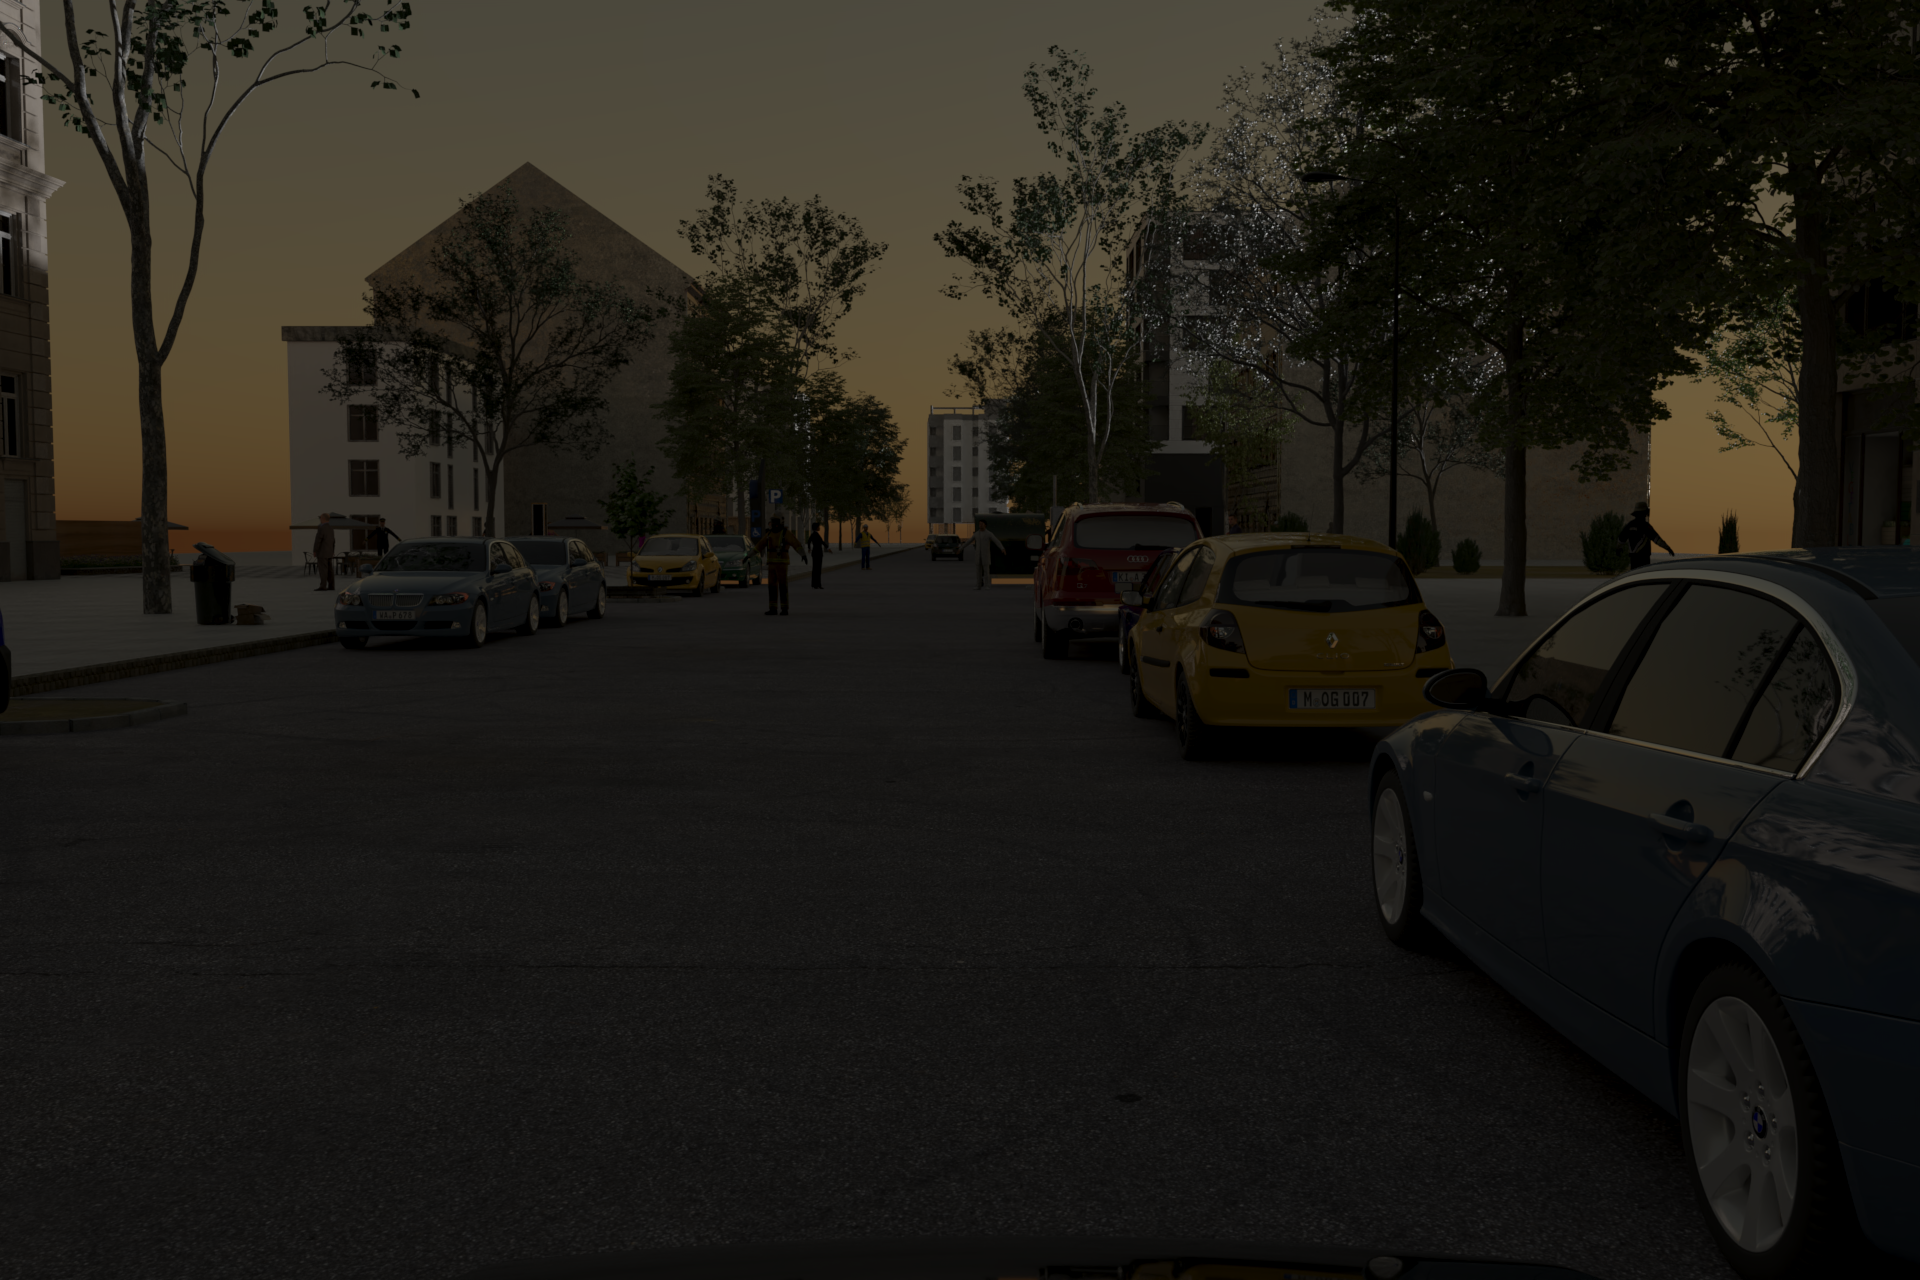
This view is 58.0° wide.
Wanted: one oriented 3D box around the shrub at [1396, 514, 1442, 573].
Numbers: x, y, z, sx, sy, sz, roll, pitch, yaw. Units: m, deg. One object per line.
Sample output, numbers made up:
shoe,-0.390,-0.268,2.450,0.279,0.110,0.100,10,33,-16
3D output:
shrub,15.234,-3.263,57.764,1.690,2.028,1.600,0,3,0

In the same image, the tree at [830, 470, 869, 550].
tree,-8.820,-11.803,143.343,4.360,8.622,3.978,0,3,0

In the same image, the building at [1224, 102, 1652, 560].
building,25.246,-16.159,95.127,19.493,23.208,18.063,0,4,0

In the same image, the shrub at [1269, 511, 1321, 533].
shrub,9.950,-2.911,52.019,1.690,2.028,1.600,0,3,0

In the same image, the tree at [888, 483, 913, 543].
tree,-8.742,-18.204,247.989,4.737,8.622,4.395,0,3,0

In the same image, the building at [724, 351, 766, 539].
building,-26.691,-19.811,180.325,16.016,20.090,11.380,0,4,0

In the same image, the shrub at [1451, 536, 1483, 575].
shrub,16.058,-2.676,54.869,1.383,1.207,1.383,0,3,0

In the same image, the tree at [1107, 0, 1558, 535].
tree,8.541,-7.825,38.316,12.009,13.543,11.850,0,3,0

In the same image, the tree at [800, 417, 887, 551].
tree,-9.421,-12.158,133.202,8.767,10.594,7.601,2,4,27

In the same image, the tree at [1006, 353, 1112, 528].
tree,6.154,-11.656,108.707,7.486,12.596,7.792,0,3,0

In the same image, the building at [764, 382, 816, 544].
building,-28.005,-21.450,217.159,16.747,18.905,31.486,0,4,1

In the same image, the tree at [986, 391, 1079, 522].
tree,6.475,-14.669,146.499,9.857,13.997,8.962,0,3,0

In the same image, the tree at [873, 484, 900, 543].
tree,-9.730,-17.818,241.686,4.360,8.622,3.978,0,3,0

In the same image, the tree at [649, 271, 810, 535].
tree,-9.872,-9.617,75.364,7.486,12.596,7.792,0,3,0

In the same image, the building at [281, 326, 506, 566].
building,-26.547,-8.677,84.012,9.099,9.664,28.070,0,4,0

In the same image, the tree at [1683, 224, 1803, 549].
tree,26.701,-7.890,54.763,9.928,11.665,9.643,0,3,0

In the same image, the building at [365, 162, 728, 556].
building,-25.522,-17.177,111.769,19.493,23.208,18.063,0,4,0

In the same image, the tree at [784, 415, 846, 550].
tree,-9.681,-9.502,105.724,4.360,8.622,3.978,0,3,0

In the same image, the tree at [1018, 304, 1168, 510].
tree,6.565,-10.224,85.289,7.486,12.596,7.792,0,3,0

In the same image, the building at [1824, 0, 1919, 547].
building,26.815,-13.110,17.558,19.350,26.588,34.151,0,4,1

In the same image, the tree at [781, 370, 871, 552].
tree,-9.673,-12.369,120.352,7.486,12.596,7.792,0,3,0

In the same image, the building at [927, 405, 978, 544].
building,-4.253,-23.643,245.445,11.380,20.090,16.016,0,4,-5

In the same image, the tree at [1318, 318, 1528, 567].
tree,18.540,-8.159,67.812,8.767,10.594,7.601,-1,4,-19

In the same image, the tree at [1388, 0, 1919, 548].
tree,7.507,-5.976,15.839,7.486,12.596,7.792,0,3,0

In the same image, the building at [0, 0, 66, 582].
building,-31.247,-14.616,36.232,12.463,27.353,25.104,0,4,1

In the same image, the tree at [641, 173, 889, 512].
tree,-10.473,-14.425,91.738,12.611,20.169,13.585,0,3,0

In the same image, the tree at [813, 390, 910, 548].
tree,-9.132,-15.189,154.995,9.857,13.997,8.962,0,3,0

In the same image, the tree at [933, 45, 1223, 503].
tree,4.193,-13.105,70.159,12.611,20.169,13.585,0,3,0

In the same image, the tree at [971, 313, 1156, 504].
tree,5.770,-11.371,96.286,12.009,13.543,11.850,0,3,0

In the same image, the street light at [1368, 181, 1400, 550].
street light,6.154,-3.047,22.356,1.470,5.913,1.316,0,4,0

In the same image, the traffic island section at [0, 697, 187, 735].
traffic island section,-7.158,0.583,13.332,1.991,0.108,1.994,0,4,1

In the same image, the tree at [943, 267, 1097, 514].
tree,4.981,-16.511,125.849,12.611,20.169,13.585,0,3,0

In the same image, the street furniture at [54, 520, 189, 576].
street furniture,-29.779,-2.992,55.768,11.010,1.723,9.812,0,4,5

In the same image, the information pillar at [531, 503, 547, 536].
information pillar,-9.913,-2.225,40.873,0.304,2.012,0.304,0,4,-1

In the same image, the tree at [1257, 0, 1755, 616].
tree,8.636,-6.675,27.271,7.486,12.596,7.792,0,3,0

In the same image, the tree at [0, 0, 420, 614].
tree,-13.407,-10.401,25.940,12.611,20.169,13.585,0,3,0

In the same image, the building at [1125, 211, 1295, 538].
building,25.743,-17.253,126.057,27.936,21.610,32.646,0,4,0

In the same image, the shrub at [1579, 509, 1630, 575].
shrub,20.176,-3.050,53.906,1.661,2.075,1.752,0,3,0

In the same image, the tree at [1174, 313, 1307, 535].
tree,9.175,-6.586,58.039,4.737,8.622,4.395,0,3,0

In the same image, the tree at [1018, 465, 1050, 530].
tree,6.587,-12.514,154.966,4.737,8.622,4.395,0,3,0

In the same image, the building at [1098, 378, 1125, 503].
building,24.635,-22.372,196.714,19.493,23.208,18.063,0,4,0

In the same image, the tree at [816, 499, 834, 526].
tree,-21.575,-20.595,243.375,9.857,13.997,8.962,0,3,0
